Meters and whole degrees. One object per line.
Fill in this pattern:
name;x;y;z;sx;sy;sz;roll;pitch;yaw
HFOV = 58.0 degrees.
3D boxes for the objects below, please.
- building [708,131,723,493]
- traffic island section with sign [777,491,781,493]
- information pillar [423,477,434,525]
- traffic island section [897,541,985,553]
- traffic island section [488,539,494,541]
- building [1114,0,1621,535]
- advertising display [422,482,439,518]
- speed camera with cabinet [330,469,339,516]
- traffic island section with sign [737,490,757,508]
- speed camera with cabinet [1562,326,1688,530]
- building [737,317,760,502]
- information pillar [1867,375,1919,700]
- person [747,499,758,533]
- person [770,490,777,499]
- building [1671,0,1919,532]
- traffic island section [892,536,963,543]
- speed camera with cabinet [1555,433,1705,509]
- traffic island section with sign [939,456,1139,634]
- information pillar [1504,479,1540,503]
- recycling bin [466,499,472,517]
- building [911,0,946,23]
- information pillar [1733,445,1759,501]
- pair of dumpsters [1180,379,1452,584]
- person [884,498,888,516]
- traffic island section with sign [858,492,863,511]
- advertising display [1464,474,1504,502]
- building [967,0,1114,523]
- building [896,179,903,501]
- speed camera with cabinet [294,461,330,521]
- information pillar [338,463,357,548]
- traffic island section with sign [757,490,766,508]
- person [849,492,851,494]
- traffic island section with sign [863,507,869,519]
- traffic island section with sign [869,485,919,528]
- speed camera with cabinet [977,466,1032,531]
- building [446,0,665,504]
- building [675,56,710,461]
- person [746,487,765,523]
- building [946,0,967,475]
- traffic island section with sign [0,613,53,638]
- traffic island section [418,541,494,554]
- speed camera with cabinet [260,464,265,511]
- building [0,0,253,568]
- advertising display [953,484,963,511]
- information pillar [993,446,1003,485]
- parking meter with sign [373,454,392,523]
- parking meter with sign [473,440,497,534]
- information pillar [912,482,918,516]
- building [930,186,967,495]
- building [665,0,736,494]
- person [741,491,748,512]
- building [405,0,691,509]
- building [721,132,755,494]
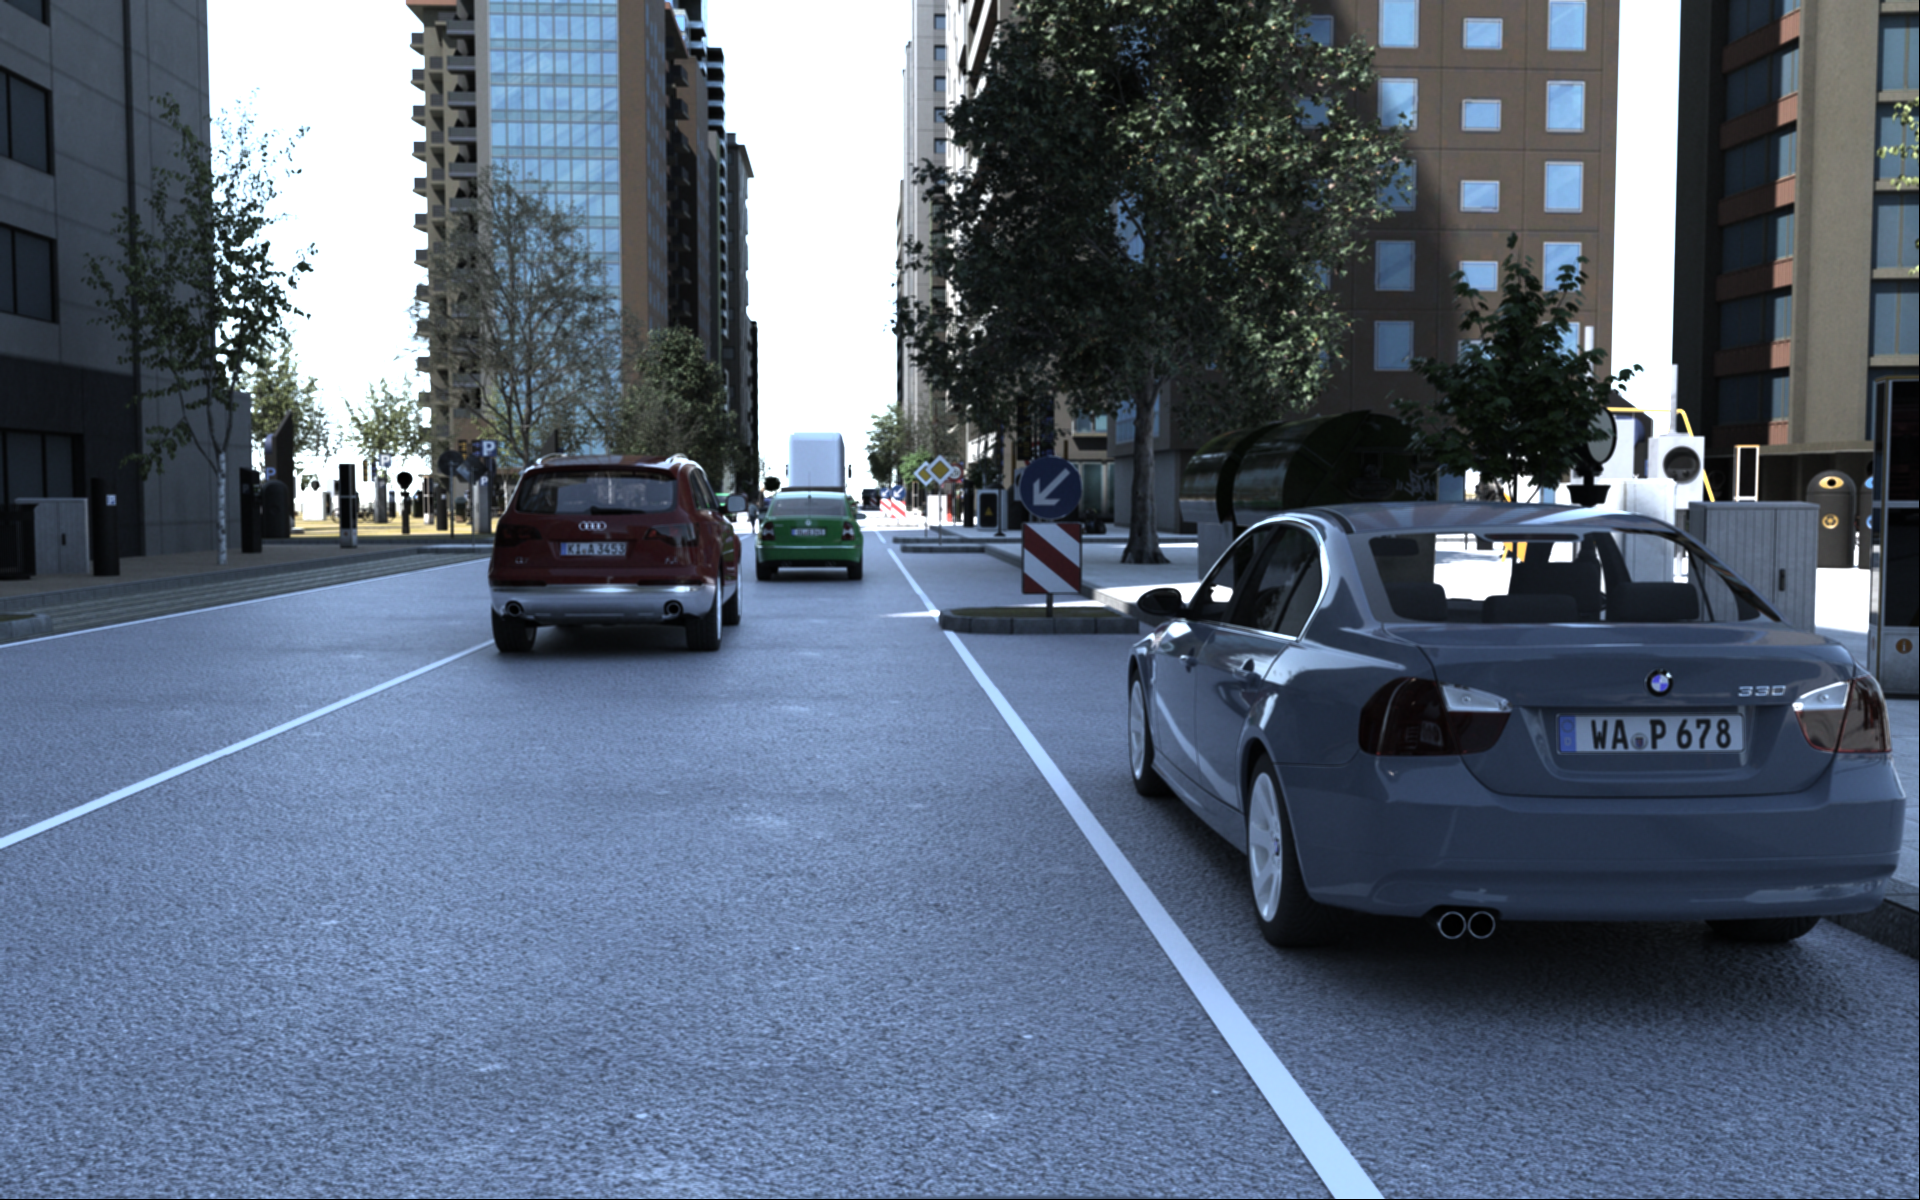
building;-33.585;-30.914;189.045;14.154;41.232;14.086;0;4;-4
traffic island section with sign;-24.153;-13.668;232.103;1.989;1.847;2.006;0;4;-4
information pillar;-22.345;-4.180;72.842;0.304;2.012;0.304;2;4;30
traffic island section;-0.479;-1.299;43.524;2.009;0.180;2.903;0;4;-4
traffic island section;-12.556;-1.742;50.761;2.009;0.180;2.903;0;4;-4
building;13.236;-25.100;60.494;14.200;45.320;14.600;0;4;-4
advertising display;-28.188;-5.325;92.282;0.123;1.923;0.974;3;5;42
speed camera with cabinet;-37.510;-6.625;102.657;0.660;3.252;2.038;0;4;8
traffic island section with sign;-18.925;-8.659;150.205;1.989;1.847;2.006;0;4;-4
speed camera with cabinet;7.570;-1.559;19.821;0.660;3.252;2.038;0;4;3
building;-39.543;-30.900;276.917;14.160;30.474;14.107;0;4;-4
information pillar;5.919;-0.391;10.881;0.304;2.012;0.304;1;4;16
person;-7.521;-3.038;62.859;0.352;1.250;0.332;-2;4;-35
person;-18.885;-10.357;177.801;1.348;1.831;0.705;-2;4;-26
building;42.467;-25.172;66.192;28.867;44.769;22.147;0;4;-4
traffic island section;-0.988;-1.787;51.493;2.009;0.180;2.903;0;4;-4
speed camera with cabinet;10.202;-1.962;26.412;2.038;3.252;0.660;0;4;5
traffic island section with sign;0.783;-0.612;18.638;1.989;1.847;2.006;0;4;-4
information pillar;7.912;-2.016;24.309;0.504;3.616;0.183;2;4;31
recycling bin;-27.297;-5.101;95.954;0.722;1.027;0.722;-2;4;-25
building;5.296;-39.347;185.322;21.231;58.520;28.212;0;4;-4
information pillar;11.884;-1.329;26.220;0.304;2.012;0.304;1;4;16
pair of dumpsters;3.310;-0.870;16.721;1.574;2.255;4.437;0;4;-4
person;-4.840;-6.152;113.371;0.425;1.301;0.394;1;4;14
traffic island section with sign;-7.687;-8.722;151.228;1.989;1.847;2.006;0;4;-4
advertising display;11.898;-2.079;39.199;0.974;1.923;0.123;2;4;29
building;11.671;-28.288;86.217;21.300;48.544;21.600;0;4;-4
building;1.618;-38.497;253.132;21.300;48.544;21.600;0;4;-4
speed camera with cabinet;-31.660;-5.451;83.455;2.038;3.252;0.660;0;4;-6
information pillar;-14.548;-2.243;41.166;0.304;2.012;0.304;0;4;5
traffic island section with sign;-20.645;-10.306;177.126;1.989;1.847;2.006;0;4;-4
person;-14.611;-13.421;228.658;1.217;1.735;0.721;-3;5;-42
traffic island section with sign;-4.486;-5.656;101.095;1.989;1.847;2.006;0;4;-4
traffic island section with sign;-2.771;-4.010;74.194;1.989;1.847;2.006;0;4;-4
speed camera with cabinet;1.620;-4.031;60.241;2.038;3.252;0.660;1;4;19
building;-29.910;-29.435;131.380;14.600;45.320;14.200;0;4;-4
building;-32.712;-32.059;174.276;14.600;45.320;14.200;0;4;-4
person;-10.159;-4.775;86.793;0.699;1.804;1.509;3;4;37
building;12.937;-33.931;144.017;28.713;52.752;27.495;0;4;-4
traffic island section with sign;-10.445;-0.545;17.533;1.989;1.847;2.006;0;4;-4
traffic island section;-12.047;-1.255;42.792;2.009;0.180;2.903;0;4;-4
speed camera with cabinet;-44.186;-7.077;110.039;0.660;3.252;2.038;0;4;4
building;-26.836;-36.147;29.248;20.611;71.187;20.563;0;4;-4
advertising display;0.011;-6.681;114.447;0.974;1.923;0.123;-1;4;-13
information pillar;1.586;-4.922;71.835;0.504;3.616;0.183;3;5;42
parking meter with sign;-25.532;-4.901;76.386;0.543;3.016;1.738;-2;4;-31
parking meter with sign;-15.568;-3.684;56.492;0.543;3.016;1.738;-2;4;-29
information pillar;-2.649;-6.001;102.601;0.304;2.012;0.304;-1;4;-13
building;4.033;-24.051;164.934;14.160;30.474;14.107;0;4;-4
building;-40.302;-55.774;224.576;22.319;86.520;31.000;0;4;-4
person;-17.343;-7.946;139.362;0.756;1.711;0.436;2;4;25
building;-35.534;-30.456;152.576;22.147;44.769;28.867;0;4;-4
building;-45.059;-40.718;254.981;28.713;52.752;27.495;0;4;-4
